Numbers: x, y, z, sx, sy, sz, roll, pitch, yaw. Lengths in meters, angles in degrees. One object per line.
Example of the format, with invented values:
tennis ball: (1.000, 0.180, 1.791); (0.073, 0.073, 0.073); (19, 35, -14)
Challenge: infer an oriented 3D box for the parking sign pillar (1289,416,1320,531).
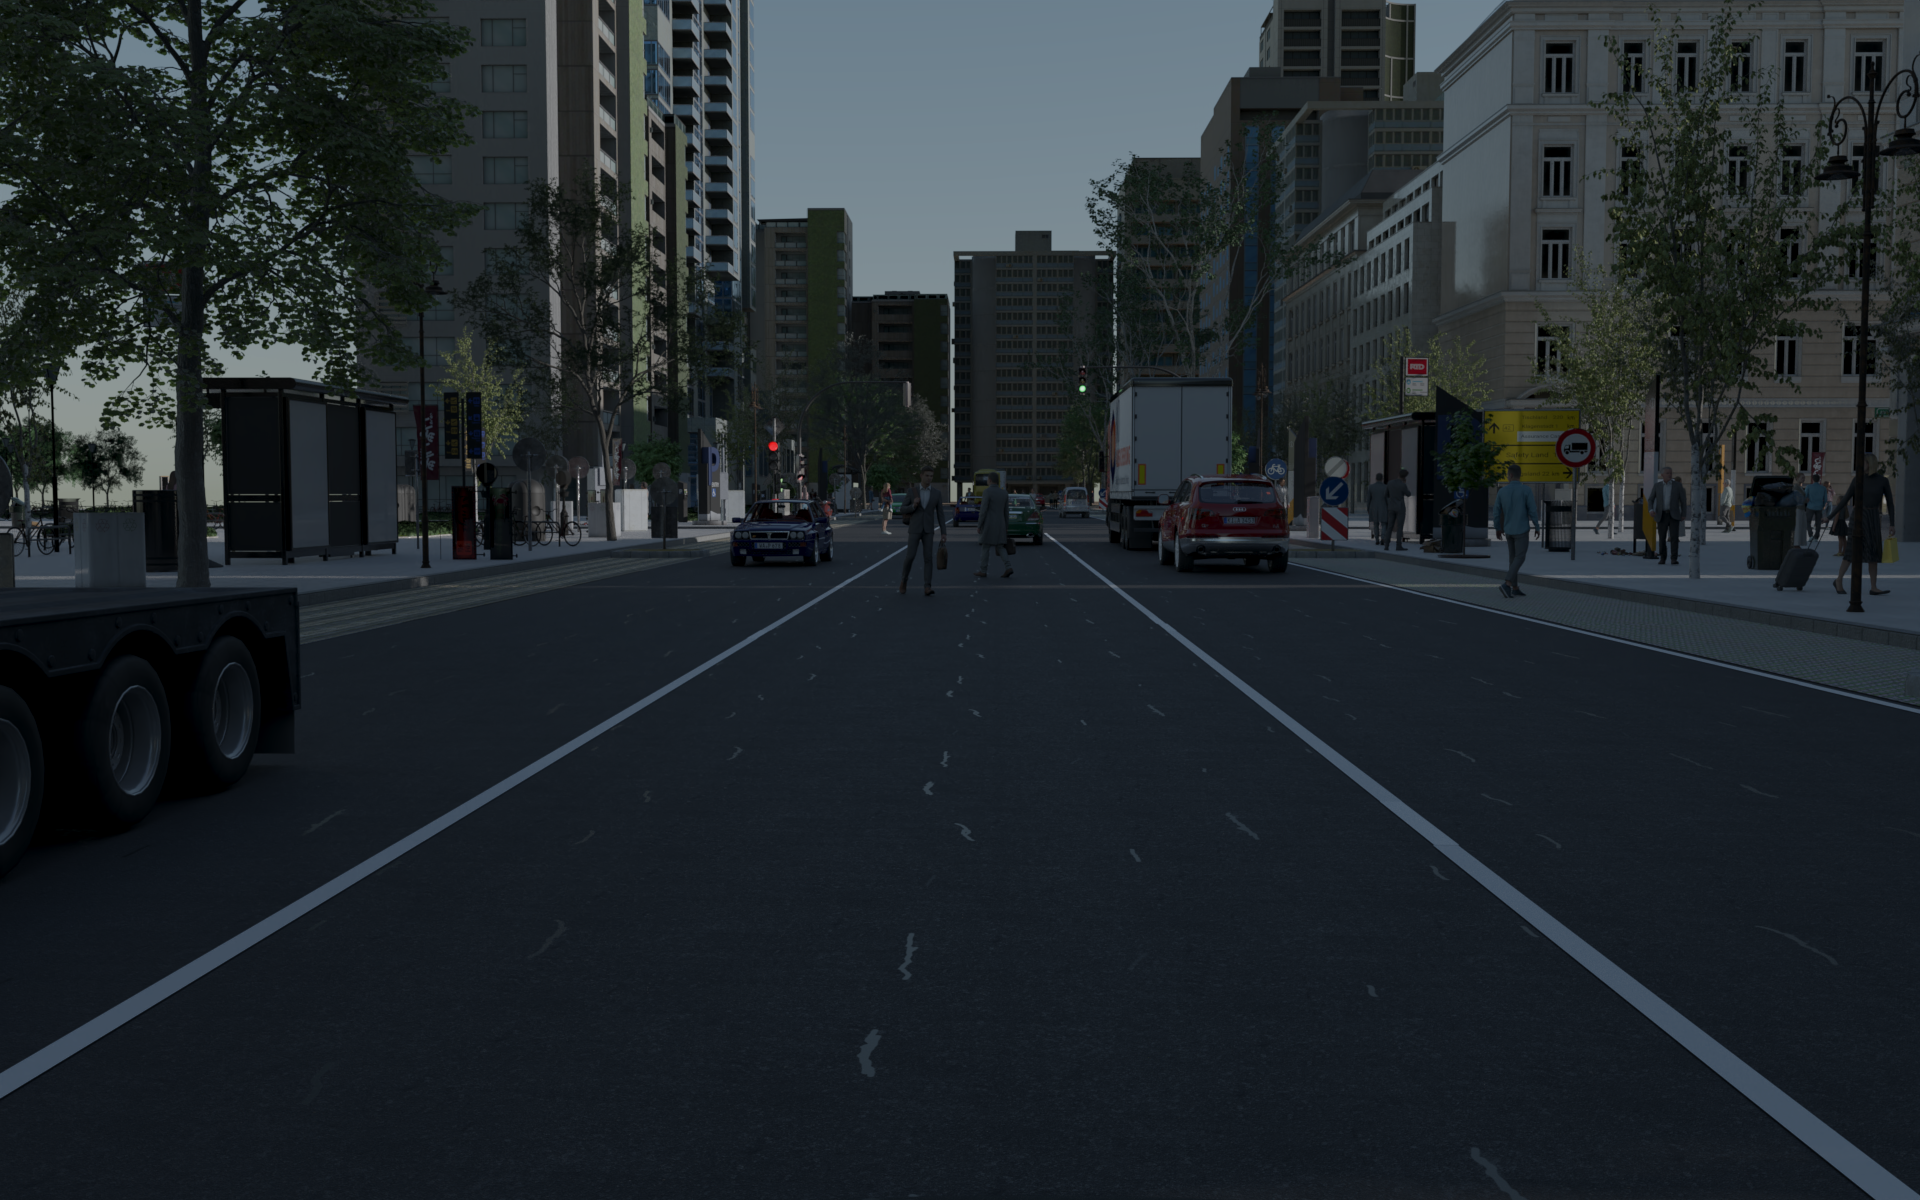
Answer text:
parking sign pillar: (12.011, -4.396, 60.345); (1.447, 3.967, 1.447); (0, 4, -5)

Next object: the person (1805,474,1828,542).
person: (22.934, -2.473, 46.496); (0.660, 1.820, 0.620); (0, 4, 8)

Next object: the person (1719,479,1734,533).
person: (25.423, -3.105, 57.298); (0.515, 1.767, 0.782); (3, 5, 40)

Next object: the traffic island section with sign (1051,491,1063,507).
traffic island section with sign: (11.457, -11.644, 199.009); (1.989, 1.847, 2.006); (0, 4, 1)

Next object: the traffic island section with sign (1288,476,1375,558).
traffic island section with sign: (8.243, -1.880, 39.359); (1.989, 1.847, 2.006); (0, 4, 1)

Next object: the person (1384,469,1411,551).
person: (9.947, -2.051, 39.387); (0.655, 1.846, 0.447); (3, 5, 44)

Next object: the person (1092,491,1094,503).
person: (16.668, -12.938, 218.497); (0.530, 1.710, 0.541); (-3, 5, -39)

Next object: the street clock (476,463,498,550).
street clock: (-10.868, -2.158, 39.856); (0.471, 2.002, 0.358); (0, 4, -6)

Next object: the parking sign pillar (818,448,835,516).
parking sign pillar: (-8.043, -6.895, 101.200); (1.447, 3.967, 1.447); (-1, 4, -10)

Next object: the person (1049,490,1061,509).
person: (9.102, -9.588, 165.268); (1.348, 1.823, 0.705); (0, 4, 7)

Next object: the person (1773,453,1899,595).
person: (11.364, -0.984, 22.355); (0.699, 1.804, 1.509); (-1, 4, -20)

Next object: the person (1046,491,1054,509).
person: (8.889, -9.786, 169.282); (1.217, 1.735, 0.721); (-2, 4, -27)

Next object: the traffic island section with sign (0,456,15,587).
traffic island section with sign: (-7.325, -0.220, 12.233); (1.989, 1.847, 2.006); (0, 4, 1)

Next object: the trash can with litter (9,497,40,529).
trash can with litter: (-34.179, -3.179, 63.364); (1.055, 1.170, 0.624); (0, 4, 0)

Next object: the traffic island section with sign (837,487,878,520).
traffic island section with sign: (-5.666, -5.269, 94.769); (1.989, 1.847, 2.006); (0, 4, 1)

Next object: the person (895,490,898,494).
person: (-7.089, -11.332, 191.455); (0.705, 1.807, 1.348); (-2, 4, -27)

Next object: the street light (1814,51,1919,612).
street light: (9.750, -2.807, 18.678); (0.468, 5.910, 1.993); (0, 4, 1)

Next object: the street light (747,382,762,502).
street light: (-8.433, -6.029, 71.365); (0.468, 5.910, 1.993); (0, 4, 1)

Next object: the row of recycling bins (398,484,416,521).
row of recycling bins: (-23.150, -3.948, 71.670); (1.069, 1.692, 3.534); (-1, 4, -9)

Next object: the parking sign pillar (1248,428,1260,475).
parking sign pillar: (11.918, -4.980, 69.896); (1.447, 3.967, 1.447); (1, 4, 13)

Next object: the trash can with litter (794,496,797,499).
trash can with litter: (-8.866, -4.931, 91.683); (1.678, 1.210, 2.233); (1, 4, 22)

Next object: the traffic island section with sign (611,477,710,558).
traffic island section with sign: (-6.776, -1.886, 39.466); (1.989, 1.847, 2.006); (0, 4, 1)

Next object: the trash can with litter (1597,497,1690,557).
trash can with litter: (14.244, -1.554, 36.462); (1.678, 1.210, 2.233); (0, 4, -7)

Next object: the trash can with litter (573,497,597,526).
trash can with litter: (-15.463, -3.674, 71.125); (2.233, 1.210, 1.678); (-1, 4, -10)

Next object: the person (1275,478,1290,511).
person: (10.875, -3.244, 58.933); (0.661, 1.843, 0.795); (-1, 4, -20)

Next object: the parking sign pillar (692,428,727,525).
parking sign pillar: (-10.397, -5.097, 71.805); (1.447, 3.967, 1.447); (1, 4, 16)

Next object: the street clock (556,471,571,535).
street clock: (-12.314, -3.013, 53.832); (0.471, 2.002, 0.358); (2, 4, 34)

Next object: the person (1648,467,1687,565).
person: (12.809, -1.523, 31.345); (0.661, 1.777, 0.834); (1, 4, 16)

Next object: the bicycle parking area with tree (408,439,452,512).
bicycle parking area with tree: (-31.124, -6.366, 91.084); (8.231, 4.147, 9.016); (1, 4, 22)

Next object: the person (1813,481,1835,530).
person: (30.910, -3.386, 61.994); (0.593, 1.750, 0.643); (-1, 4, -16)

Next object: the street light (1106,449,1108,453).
street light: (12.354, -10.462, 143.849); (0.468, 5.910, 1.993); (0, 4, 1)

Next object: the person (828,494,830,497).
person: (-13.280, -10.384, 176.538); (1.217, 1.735, 0.721); (-1, 4, -11)

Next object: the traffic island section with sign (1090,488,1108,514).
traffic island section with sign: (9.902, -6.917, 121.718); (1.989, 1.847, 2.006); (0, 4, 1)

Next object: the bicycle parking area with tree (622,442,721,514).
bicycle parking area with tree: (-16.058, -6.678, 96.194); (8.231, 4.147, 9.016); (1, 4, 11)

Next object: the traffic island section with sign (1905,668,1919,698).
traffic island section with sign: (7.689, -0.194, 11.792); (1.989, 1.847, 2.006); (0, 4, 1)

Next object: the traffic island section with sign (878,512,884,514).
traffic island section with sign: (-5.119, -6.926, 121.868); (1.989, 1.847, 2.006); (0, 4, 1)

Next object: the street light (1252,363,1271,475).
street light: (10.630, -5.406, 61.183); (0.468, 5.910, 1.993); (0, 4, 1)

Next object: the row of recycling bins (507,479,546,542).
row of recycling bins: (-12.155, -2.523, 48.358); (1.069, 1.692, 3.534); (-1, 4, -16)

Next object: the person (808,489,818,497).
person: (-14.262, -9.857, 167.335); (1.348, 1.807, 0.705); (-2, 4, -30)

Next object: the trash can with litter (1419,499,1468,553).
trash can with litter: (10.477, -1.605, 37.625); (0.624, 1.170, 1.055); (-3, 5, -40)

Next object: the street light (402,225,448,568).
street light: (-9.267, -3.491, 29.873); (0.468, 5.910, 1.993); (0, 4, 1)

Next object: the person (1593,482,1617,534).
person: (20.520, -3.004, 55.025); (0.748, 1.841, 0.638); (1, 4, 19)

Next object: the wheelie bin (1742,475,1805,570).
wheelie bin: (13.810, -1.313, 29.368); (0.980, 1.594, 0.693); (1, 4, 9)

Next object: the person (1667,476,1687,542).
person: (19.230, -2.434, 46.394); (0.519, 1.759, 0.362); (3, 5, 42)

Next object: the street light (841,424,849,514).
street light: (-7.584, -8.641, 114.075); (0.468, 5.910, 1.993); (0, 4, 1)

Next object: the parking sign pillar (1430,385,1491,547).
parking sign pillar: (12.334, -3.308, 42.565); (1.447, 3.967, 1.447); (1, 4, 18)

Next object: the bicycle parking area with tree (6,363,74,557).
bicycle parking area with tree: (-22.523, -3.106, 37.790); (8.231, 4.147, 9.016); (1, 4, 11)

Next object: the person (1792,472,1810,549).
person: (18.566, -1.937, 38.259); (0.362, 1.759, 0.519); (3, 5, 42)
